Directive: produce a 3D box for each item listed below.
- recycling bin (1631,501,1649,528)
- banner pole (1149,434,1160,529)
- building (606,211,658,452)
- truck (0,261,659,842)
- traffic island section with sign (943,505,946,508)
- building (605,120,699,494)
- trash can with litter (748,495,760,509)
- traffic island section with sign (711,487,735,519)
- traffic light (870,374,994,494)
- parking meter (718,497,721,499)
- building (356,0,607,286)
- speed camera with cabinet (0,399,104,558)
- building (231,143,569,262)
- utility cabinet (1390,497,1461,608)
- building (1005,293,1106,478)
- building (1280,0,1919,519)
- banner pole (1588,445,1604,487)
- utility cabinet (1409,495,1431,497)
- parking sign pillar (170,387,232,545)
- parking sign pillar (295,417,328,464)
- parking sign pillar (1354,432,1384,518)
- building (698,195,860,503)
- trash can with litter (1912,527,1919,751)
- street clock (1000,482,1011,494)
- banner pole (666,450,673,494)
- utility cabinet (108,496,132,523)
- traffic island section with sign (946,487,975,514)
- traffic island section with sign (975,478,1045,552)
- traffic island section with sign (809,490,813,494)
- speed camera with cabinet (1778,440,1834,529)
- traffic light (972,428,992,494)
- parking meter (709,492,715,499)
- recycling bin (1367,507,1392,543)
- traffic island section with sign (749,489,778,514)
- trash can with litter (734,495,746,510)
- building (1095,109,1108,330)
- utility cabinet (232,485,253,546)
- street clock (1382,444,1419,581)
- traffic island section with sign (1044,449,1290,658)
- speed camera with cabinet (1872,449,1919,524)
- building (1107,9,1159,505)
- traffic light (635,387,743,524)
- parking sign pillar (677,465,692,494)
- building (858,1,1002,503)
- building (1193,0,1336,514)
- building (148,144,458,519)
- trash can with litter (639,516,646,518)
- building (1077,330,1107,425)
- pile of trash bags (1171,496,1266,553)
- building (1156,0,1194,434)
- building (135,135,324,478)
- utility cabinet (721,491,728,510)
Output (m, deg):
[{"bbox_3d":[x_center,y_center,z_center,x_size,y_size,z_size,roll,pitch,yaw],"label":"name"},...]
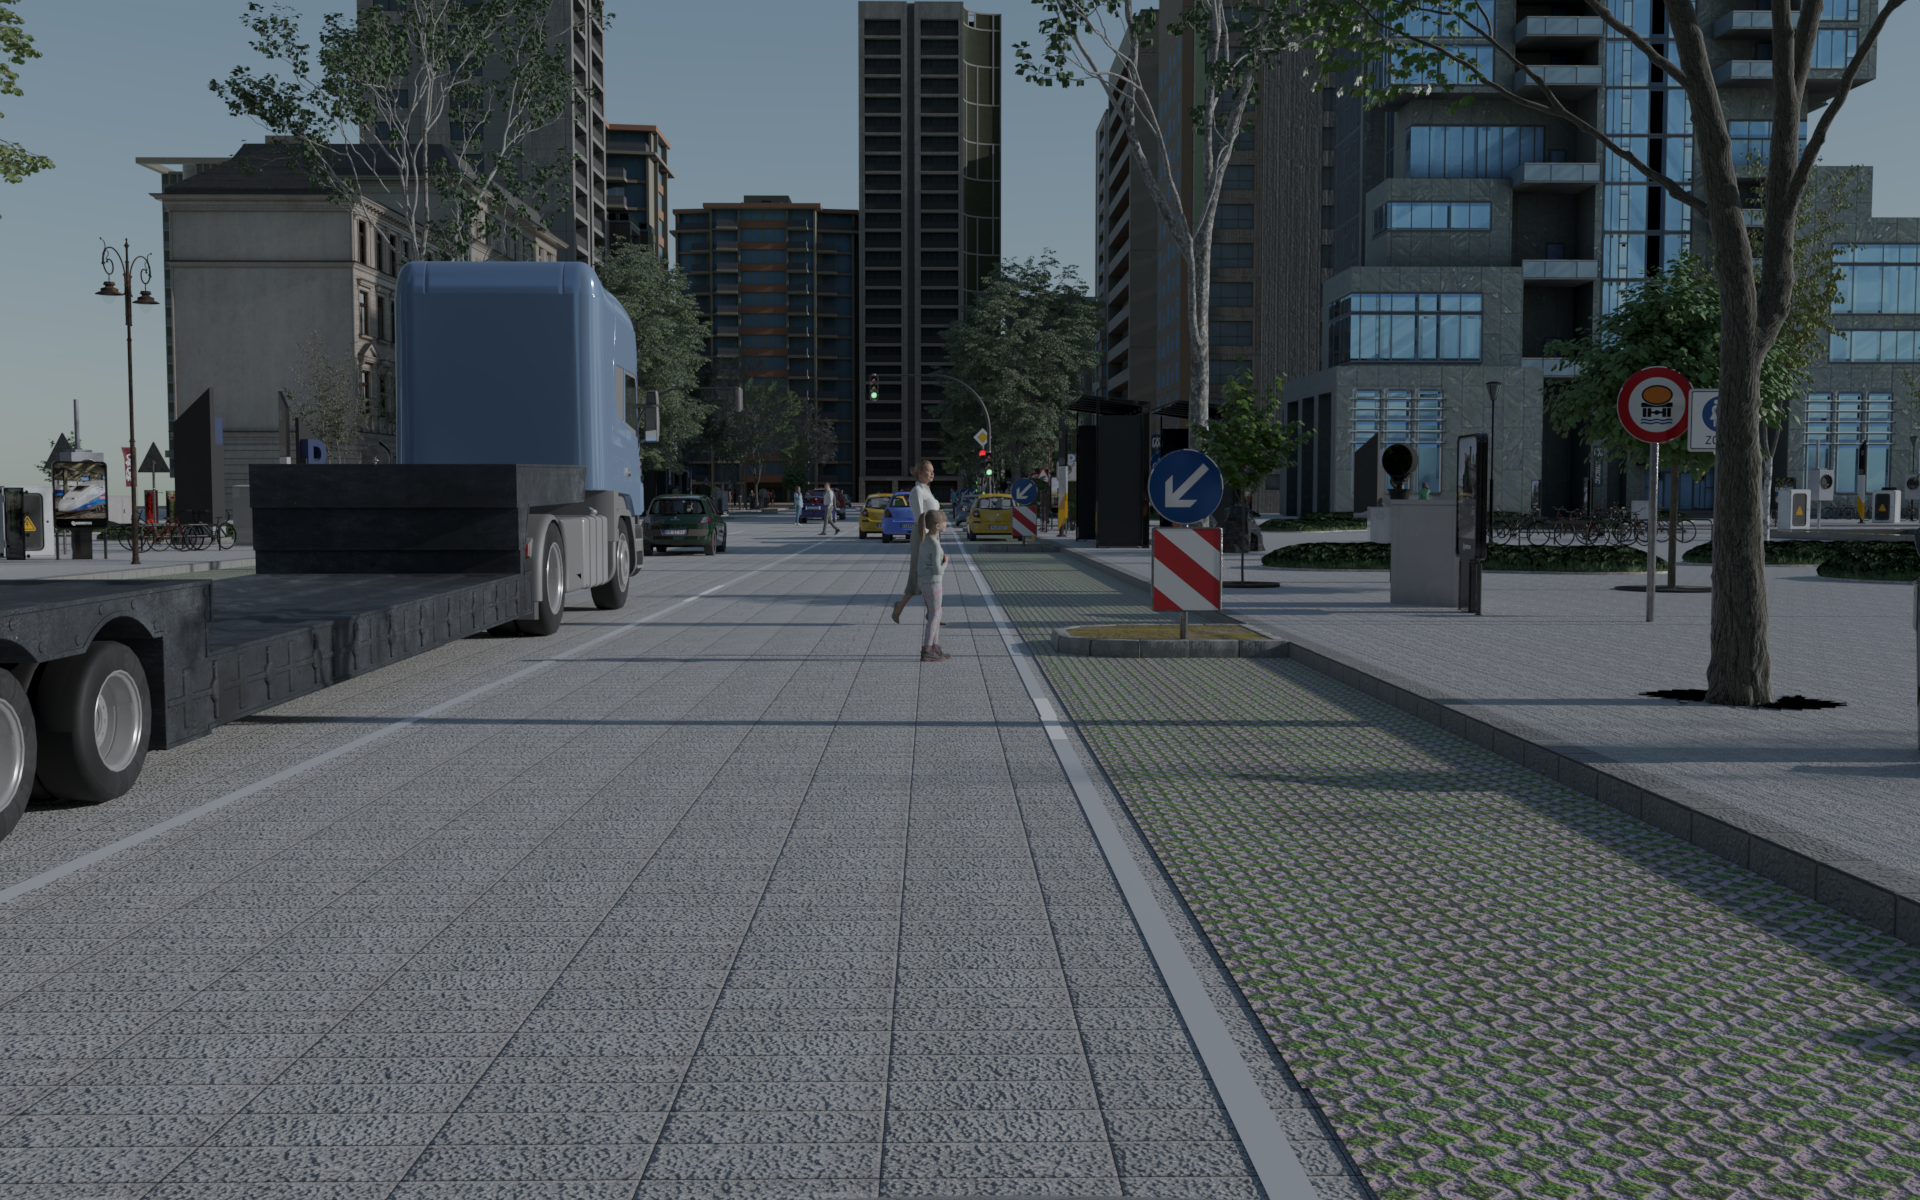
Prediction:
[{"bbox_3d":[26.084,-3.279,66.161,0.722,1.027,0.722,1,4,11],"label":"recycling bin"},{"bbox_3d":[7.109,-4.512,63.793,0.863,3.779,0.401,1,4,10],"label":"banner pole"},{"bbox_3d":[-39.062,-24.766,176.617,14.160,30.474,14.107,0,4,-1],"label":"building"},{"bbox_3d":[-5.220,-1.501,14.306,2.967,4.110,18.799,0,4,-1],"label":"truck"},{"bbox_3d":[-0.547,-10.236,175.992,1.989,1.847,2.006,0,4,-1],"label":"traffic island section with sign"},{"bbox_3d":[-46.525,-33.314,199.309,28.867,44.769,22.147,0,4,-1],"label":"building"},{"bbox_3d":[-17.323,-8.231,145.958,1.055,1.170,0.624,-3,5,-40],"label":"trash can with litter"},{"bbox_3d":[-13.799,-5.485,98.302,1.989,1.847,2.006,0,4,-1],"label":"traffic island section with sign"},{"bbox_3d":[-1.023,-5.564,65.642,4.771,5.953,1.251,0,4,-1],"label":"traffic light"},{"bbox_3d":[-16.251,-6.620,116.650,0.372,1.533,0.369,0,3,0],"label":"parking meter"},{"bbox_3d":[-41.255,-44.022,158.012,20.563,71.187,20.611,0,4,-1],"label":"building"},{"bbox_3d":[-18.717,-2.522,35.563,0.660,3.252,2.038,3,4,38],"label":"speed camera with cabinet"},{"bbox_3d":[-38.414,-17.594,120.940,16.112,22.955,30.059,0,4,-1],"label":"building"},{"bbox_3d":[5.461,-0.540,19.987,0.306,1.237,1.020,-3,4,-36],"label":"utility cabinet"},{"bbox_3d":[13.681,-29.422,252.753,14.107,30.474,14.160,0,4,-1],"label":"building"},{"bbox_3d":[34.271,-47.933,96.369,31.000,86.520,22.319,0,4,-1],"label":"building"},{"bbox_3d":[28.725,-5.408,78.435,0.863,3.779,0.401,0,4,4],"label":"banner pole"},{"bbox_3d":[20.399,-4.027,77.006,1.020,1.237,0.306,0,4,6],"label":"utility cabinet"},{"bbox_3d":[-19.394,-3.405,44.143,1.447,3.967,1.447,2,4,24],"label":"parking sign pillar"},{"bbox_3d":[-23.024,-4.472,61.583,1.447,3.967,1.447,1,4,14],"label":"parking sign pillar"},{"bbox_3d":[17.796,-5.317,75.409,1.447,3.967,1.447,-3,4,-37],"label":"parking sign pillar"},{"bbox_3d":[-28.975,-36.809,256.451,28.867,44.769,22.147,0,4,-1],"label":"building"},{"bbox_3d":[4.941,0.194,8.213,0.624,1.170,1.055,1,4,12],"label":"trash can with litter"},{"bbox_3d":[2.544,-5.850,100.220,0.358,2.002,0.471,3,4,38],"label":"street clock"},{"bbox_3d":[-16.000,-6.427,95.091,0.401,3.779,0.863,1,4,20],"label":"banner pole"},{"bbox_3d":[-35.919,-3.838,73.913,0.306,1.237,1.020,3,5,40],"label":"utility cabinet"},{"bbox_3d":[0.199,-7.156,125.624,1.989,1.847,2.006,0,4,-1],"label":"traffic island section with sign"},{"bbox_3d":[1.453,-2.114,43.197,1.989,1.847,2.006,0,4,-1],"label":"traffic island section with sign"},{"bbox_3d":[-14.978,-10.203,175.448,1.989,1.847,2.006,0,4,-1],"label":"traffic island section with sign"},{"bbox_3d":[30.573,-4.173,62.571,2.038,3.252,0.660,-1,4,-21],"label":"speed camera with cabinet"},{"bbox_3d":[0.946,-5.191,73.800,0.839,4.253,0.868,0,4,-1],"label":"traffic light"},{"bbox_3d":[-16.047,-6.348,112.200,0.372,1.533,0.369,0,3,0],"label":"parking meter"},{"bbox_3d":[8.314,-1.291,33.669,0.722,1.027,0.722,0,4,8],"label":"recycling bin"},{"bbox_3d":[-14.210,-7.137,125.318,1.989,1.847,2.006,0,4,-1],"label":"traffic island section with sign"},{"bbox_3d":[-17.306,-7.683,136.678,1.678,1.210,2.233,-1,4,-12],"label":"trash can with litter"},{"bbox_3d":[34.785,-43.655,255.762,28.212,58.520,21.231,0,4,-1],"label":"building"},{"bbox_3d":[-17.101,-2.051,42.220,1.173,1.500,0.318,0,4,7],"label":"utility cabinet"},{"bbox_3d":[6.366,-1.255,25.096,0.471,2.002,0.358,3,4,37],"label":"street clock"},{"bbox_3d":[1.864,-0.449,15.974,1.989,1.847,2.006,0,4,-1],"label":"traffic island section with sign"},{"bbox_3d":[41.117,-4.983,75.812,0.660,3.252,2.038,-3,4,-37],"label":"speed camera with cabinet"},{"bbox_3d":[26.263,-33.489,171.242,21.300,48.544,21.600,0,4,-1],"label":"building"},{"bbox_3d":[-11.623,-6.053,73.629,4.771,5.953,1.251,0,4,-1],"label":"traffic light"},{"bbox_3d":[-21.038,-8.742,131.399,1.447,3.967,1.447,0,4,-2],"label":"parking sign pillar"},{"bbox_3d":[-4.228,-49.969,255.246,20.611,71.187,20.563,0,4,-1],"label":"building"},{"bbox_3d":[22.942,-26.671,119.662,14.154,41.232,14.086,0,4,-1],"label":"building"},{"bbox_3d":[-35.343,-14.180,96.474,10.561,19.102,19.286,0,4,-1],"label":"building"},{"bbox_3d":[-17.588,-5.106,94.548,2.233,1.210,1.678,1,4,9],"label":"trash can with litter"},{"bbox_3d":[28.325,-21.545,197.304,27.650,21.520,28.899,0,4,-1],"label":"building"},{"bbox_3d":[5.404,-1.723,37.926,1.912,1.369,3.447,2,4,28],"label":"pile of trash bags"},{"bbox_3d":[23.951,-30.064,141.656,14.600,45.320,14.200,0,4,-1],"label":"building"},{"bbox_3d":[-72.872,-30.698,193.791,23.993,40.220,32.217,0,4,-1],"label":"building"},{"bbox_3d":[-17.007,-6.955,122.396,1.173,1.500,0.318,-1,4,-23],"label":"utility cabinet"}]
